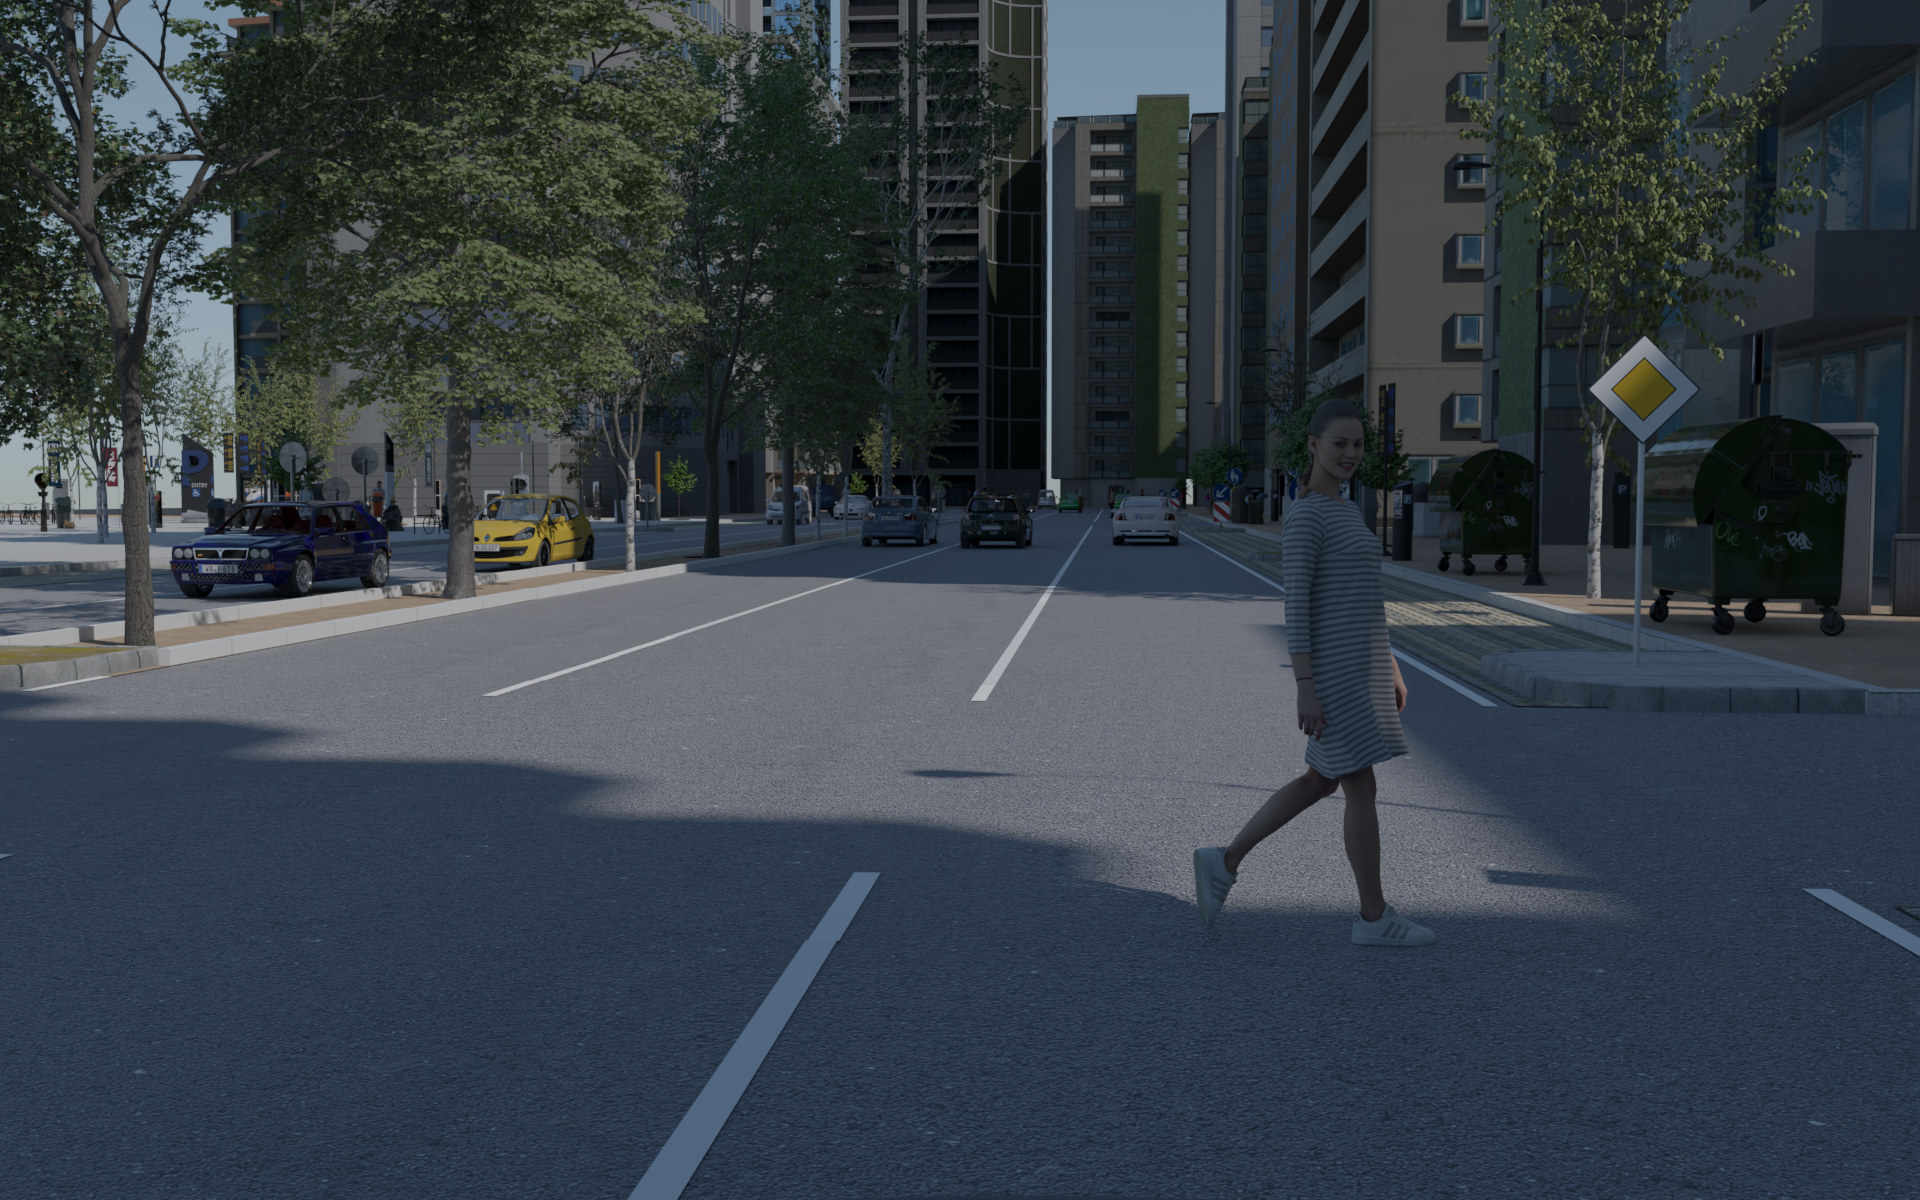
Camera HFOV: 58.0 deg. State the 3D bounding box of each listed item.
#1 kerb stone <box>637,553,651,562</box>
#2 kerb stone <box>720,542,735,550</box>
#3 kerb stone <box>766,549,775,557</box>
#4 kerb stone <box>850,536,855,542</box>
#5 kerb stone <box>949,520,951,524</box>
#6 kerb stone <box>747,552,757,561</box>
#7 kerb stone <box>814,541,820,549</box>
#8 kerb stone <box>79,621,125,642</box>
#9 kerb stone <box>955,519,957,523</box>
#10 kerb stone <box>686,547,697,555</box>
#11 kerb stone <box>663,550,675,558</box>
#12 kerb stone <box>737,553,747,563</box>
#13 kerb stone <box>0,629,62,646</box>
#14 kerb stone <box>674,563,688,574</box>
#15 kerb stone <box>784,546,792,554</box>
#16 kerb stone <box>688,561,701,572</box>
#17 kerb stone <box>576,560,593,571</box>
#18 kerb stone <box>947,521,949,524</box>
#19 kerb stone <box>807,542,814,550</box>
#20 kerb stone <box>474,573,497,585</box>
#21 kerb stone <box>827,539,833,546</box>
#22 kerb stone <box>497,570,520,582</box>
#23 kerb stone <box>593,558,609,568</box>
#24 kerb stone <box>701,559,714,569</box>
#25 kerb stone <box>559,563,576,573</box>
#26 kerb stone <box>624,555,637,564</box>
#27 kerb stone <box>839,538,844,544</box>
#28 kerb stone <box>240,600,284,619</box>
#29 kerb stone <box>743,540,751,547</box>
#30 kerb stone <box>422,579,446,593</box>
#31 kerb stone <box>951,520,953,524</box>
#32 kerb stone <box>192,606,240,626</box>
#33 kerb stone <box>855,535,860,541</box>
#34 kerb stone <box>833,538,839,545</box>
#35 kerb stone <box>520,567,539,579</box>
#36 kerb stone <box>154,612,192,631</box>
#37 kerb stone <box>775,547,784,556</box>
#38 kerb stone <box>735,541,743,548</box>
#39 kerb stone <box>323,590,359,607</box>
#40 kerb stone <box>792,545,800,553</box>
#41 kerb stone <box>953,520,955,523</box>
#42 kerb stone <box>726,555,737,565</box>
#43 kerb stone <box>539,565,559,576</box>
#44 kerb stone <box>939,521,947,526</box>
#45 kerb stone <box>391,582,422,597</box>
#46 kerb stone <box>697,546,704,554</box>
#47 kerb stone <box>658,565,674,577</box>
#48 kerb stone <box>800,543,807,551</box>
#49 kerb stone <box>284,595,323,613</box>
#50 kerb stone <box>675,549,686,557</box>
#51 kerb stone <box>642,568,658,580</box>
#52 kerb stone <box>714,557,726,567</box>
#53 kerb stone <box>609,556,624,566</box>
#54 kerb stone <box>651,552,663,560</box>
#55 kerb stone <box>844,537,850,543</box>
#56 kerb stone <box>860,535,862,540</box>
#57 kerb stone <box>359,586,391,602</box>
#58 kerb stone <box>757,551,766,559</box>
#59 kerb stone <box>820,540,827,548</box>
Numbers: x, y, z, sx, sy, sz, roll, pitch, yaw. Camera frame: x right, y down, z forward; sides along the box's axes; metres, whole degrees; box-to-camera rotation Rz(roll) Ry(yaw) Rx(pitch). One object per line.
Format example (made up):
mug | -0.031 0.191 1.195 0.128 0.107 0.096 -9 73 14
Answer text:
kerb stone | -6.774 -0.877 36.535 0.120 0.150 1.000 0 4 5
kerb stone | -6.051 -1.376 44.689 0.120 0.150 1.000 0 4 5
kerb stone | -4.414 -1.041 39.386 0.120 0.150 1.000 0 4 5
kerb stone | -3.338 -1.797 51.619 0.120 0.150 1.000 0 4 5
kerb stone | -0.632 -3.672 82.272 0.120 0.150 1.000 0 4 5
kerb stone | -4.592 -0.926 37.337 0.120 0.150 1.000 0 4 5
kerb stone | -3.875 -1.425 45.500 0.120 0.150 1.000 0 4 5
kerb stone | -8.489 0.316 17.122 0.120 0.150 1.000 0 4 5
kerb stone | -0.357 -3.856 85.336 0.120 0.150 1.000 0 4 5
kerb stone | -6.408 -1.125 40.611 0.120 0.150 1.000 0 4 5
kerb stone | -6.584 -1.002 38.574 0.120 0.150 1.000 0 4 5
kerb stone | -4.679 -0.864 36.319 0.120 0.150 1.000 0 4 5
kerb stone | -8.568 0.381 16.100 0.120 0.150 1.000 0 4 5
kerb stone | -5.131 -0.552 31.218 0.120 0.150 1.000 0 4 5
kerb stone | -4.233 -1.173 41.426 0.120 0.150 1.000 0 4 5
kerb stone | -5.037 -0.614 32.237 0.120 0.150 1.000 0 4 5
kerb stone | -7.129 -0.627 32.454 0.120 0.150 1.000 0 4 5
kerb stone | -0.721 -3.612 81.250 0.120 0.150 1.000 0 4 5
kerb stone | -3.967 -1.363 44.482 0.120 0.150 1.000 0 4 5
kerb stone | -7.582 -0.315 27.348 0.120 0.150 1.000 0 4 5
kerb stone | -3.691 -1.550 47.536 0.120 0.150 1.000 0 4 5
kerb stone | -7.488 -0.377 28.372 0.120 0.150 1.000 0 4 5
kerb stone | -7.041 -0.690 33.476 0.120 0.150 1.000 0 4 5
kerb stone | -4.947 -0.676 33.256 0.120 0.150 1.000 0 4 5
kerb stone | -7.222 -0.565 31.436 0.120 0.150 1.000 0 4 5
kerb stone | -6.863 -0.815 35.513 0.120 0.150 1.000 0 4 5
kerb stone | -3.521 -1.675 49.582 0.120 0.150 1.000 0 4 5
kerb stone | -8.207 0.122 20.195 0.120 0.150 1.000 0 4 5
kerb stone | -5.879 -1.500 46.726 0.120 0.150 1.000 0 4 5
kerb stone | -7.761 -0.191 25.311 0.120 0.150 1.000 0 4 5
kerb stone | -0.541 -3.736 83.291 0.120 0.150 1.000 0 4 5
kerb stone | -8.305 0.185 19.163 0.120 0.150 1.000 0 4 5
kerb stone | -3.240 -1.858 52.637 0.120 0.150 1.000 0 4 5
kerb stone | -3.605 -1.607 48.555 0.120 0.150 1.000 0 4 5
kerb stone | -7.410 -0.433 29.392 0.120 0.150 1.000 0 4 5
kerb stone | -8.399 0.248 18.144 0.120 0.150 1.000 0 4 5
kerb stone | -4.317 -1.112 40.403 0.120 0.150 1.000 0 4 5
kerb stone | -5.962 -1.438 45.707 0.120 0.150 1.000 0 4 5
kerb stone | -8.030 -0.003 22.248 0.120 0.150 1.000 0 4 5
kerb stone | -4.141 -1.234 42.445 0.120 0.150 1.000 0 4 5
kerb stone | -0.453 -3.799 84.309 0.120 0.150 1.000 0 4 5
kerb stone | -4.773 -0.800 35.295 0.120 0.150 1.000 0 4 5
kerb stone | -7.310 -0.502 30.410 0.120 0.150 1.000 0 4 5
kerb stone | -0.812 -3.550 80.232 0.120 0.150 1.000 0 4 5
kerb stone | -7.843 -0.128 24.292 0.120 0.150 1.000 0 4 5
kerb stone | -6.321 -1.182 41.630 0.120 0.150 1.000 0 4 5
kerb stone | -5.219 -0.490 30.200 0.120 0.150 1.000 0 4 5
kerb stone | -4.057 -1.301 43.463 0.120 0.150 1.000 0 4 5
kerb stone | -8.127 0.064 21.222 0.120 0.150 1.000 0 4 5
kerb stone | -6.502 -1.064 39.593 0.120 0.150 1.000 0 4 5
kerb stone | -5.314 -0.427 29.173 0.120 0.150 1.000 0 4 5
kerb stone | -4.861 -0.739 34.274 0.120 0.150 1.000 0 4 5
kerb stone | -6.948 -0.752 34.494 0.120 0.150 1.000 0 4 5
kerb stone | -6.691 -0.935 37.556 0.120 0.150 1.000 0 4 5
kerb stone | -3.424 -1.736 50.600 0.120 0.150 1.000 0 4 5
kerb stone | -3.157 -1.925 53.664 0.120 0.150 1.000 0 4 5
kerb stone | -7.945 -0.066 23.267 0.120 0.150 1.000 0 4 5
kerb stone | -4.503 -0.988 38.360 0.120 0.150 1.000 0 4 5
kerb stone | -3.785 -1.488 46.518 0.120 0.150 1.000 0 4 5
